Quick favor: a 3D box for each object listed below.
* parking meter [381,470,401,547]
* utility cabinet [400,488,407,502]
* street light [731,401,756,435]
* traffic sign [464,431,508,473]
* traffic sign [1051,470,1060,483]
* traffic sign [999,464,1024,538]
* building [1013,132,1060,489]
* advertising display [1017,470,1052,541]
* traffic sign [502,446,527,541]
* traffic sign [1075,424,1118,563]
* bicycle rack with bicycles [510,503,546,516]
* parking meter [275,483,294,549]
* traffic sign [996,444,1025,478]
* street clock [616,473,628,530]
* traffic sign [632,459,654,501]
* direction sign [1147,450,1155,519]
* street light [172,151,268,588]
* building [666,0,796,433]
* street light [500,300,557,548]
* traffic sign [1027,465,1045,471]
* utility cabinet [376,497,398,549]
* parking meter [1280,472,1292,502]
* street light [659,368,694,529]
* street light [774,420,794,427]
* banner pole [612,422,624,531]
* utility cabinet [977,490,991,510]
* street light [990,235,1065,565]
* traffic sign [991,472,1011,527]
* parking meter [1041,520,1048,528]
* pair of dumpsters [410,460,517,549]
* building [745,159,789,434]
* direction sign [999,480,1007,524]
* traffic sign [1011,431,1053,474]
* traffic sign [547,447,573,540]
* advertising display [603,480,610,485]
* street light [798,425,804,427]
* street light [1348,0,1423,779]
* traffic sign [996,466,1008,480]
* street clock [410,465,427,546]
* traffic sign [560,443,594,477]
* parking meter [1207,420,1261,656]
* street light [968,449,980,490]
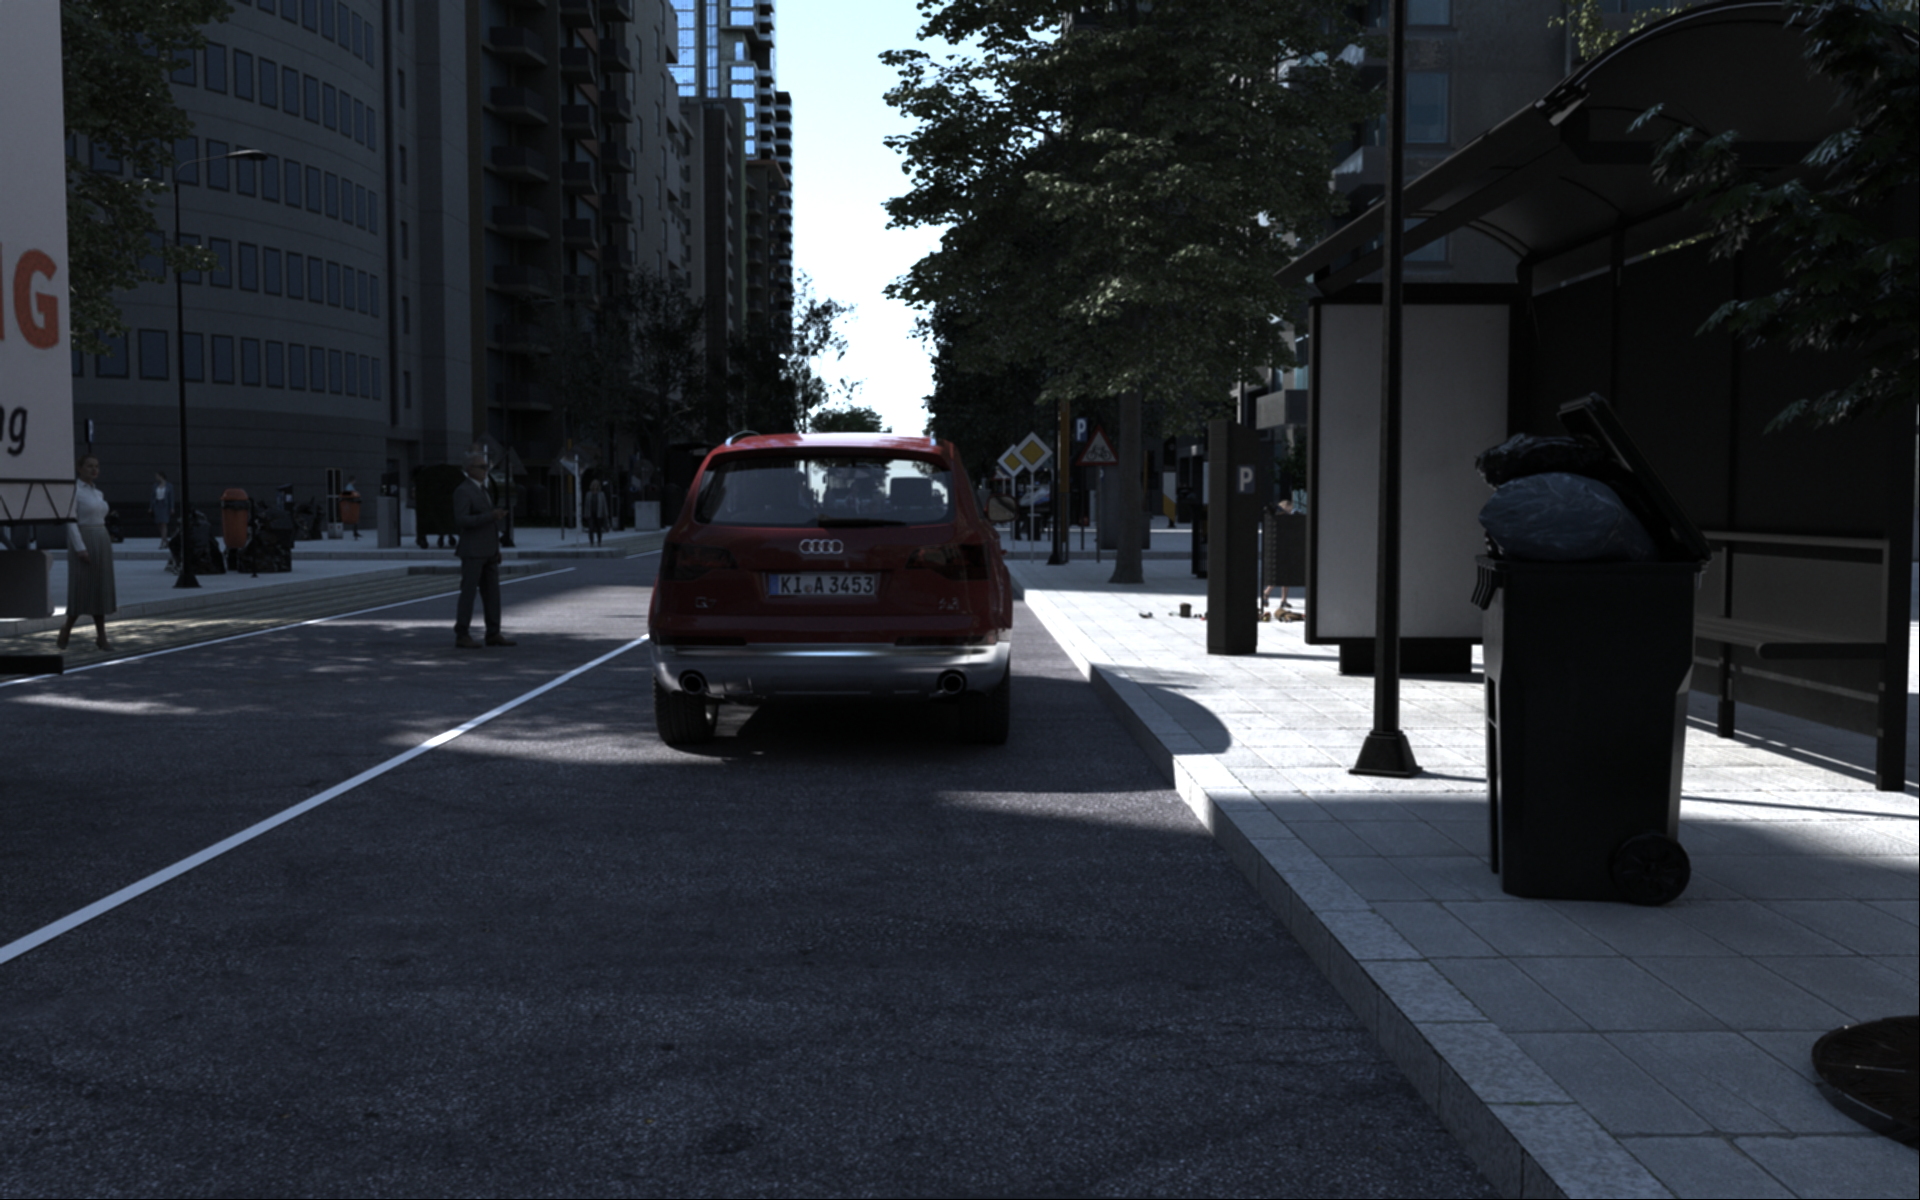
[{"bbox_3d":[-13.876,-2.232,42.208,0.255,1.863,0.399,3,4,38],"label":"parking meter"},{"bbox_3d":[-19.939,-3.203,61.047,0.318,1.500,1.173,1,4,14],"label":"utility cabinet"},{"bbox_3d":[-10.820,-6.951,86.185,1.470,5.913,1.316,0,4,-1],"label":"street light"},{"bbox_3d":[-8.739,-1.818,31.922,0.795,2.593,0.064,0,4,-1],"label":"traffic sign"},{"bbox_3d":[4.011,-4.190,70.633,0.606,2.300,0.079,1,4,8],"label":"traffic sign"},{"bbox_3d":[1.518,-3.088,50.602,0.768,2.556,0.104,0,4,2],"label":"traffic sign"},{"bbox_3d":[19.793,-37.356,230.379,23.786,49.044,30.456,0,4,-1],"label":"building"},{"bbox_3d":[2.037,-2.584,47.455,0.974,1.923,0.123,1,4,16],"label":"advertising display"},{"bbox_3d":[-12.128,-2.865,46.848,0.884,2.594,0.081,0,4,8],"label":"traffic sign"},{"bbox_3d":[2.591,-1.979,32.352,0.884,2.594,0.081,0,4,6],"label":"traffic sign"},{"bbox_3d":[-17.787,-3.444,69.696,2.852,0.926,2.925,-1,4,-9],"label":"bicycle rack with bicycles"},{"bbox_3d":[-15.881,-1.978,40.753,0.372,1.533,0.369,0,3,0],"label":"parking meter"},{"bbox_3d":[1.258,-2.313,40.008,0.795,2.593,0.064,0,4,-1],"label":"traffic sign"},{"bbox_3d":[-11.935,-3.453,61.023,0.471,2.002,0.358,0,4,-2],"label":"street clock"},{"bbox_3d":[-11.540,-3.850,63.054,0.768,2.556,0.104,0,4,0],"label":"traffic sign"},{"bbox_3d":[9.871,-5.971,89.625,0.379,3.537,0.876,2,4,31],"label":"direction sign"},{"bbox_3d":[-10.059,-3.121,23.577,1.470,5.913,1.316,0,4,-1],"label":"street light"},{"bbox_3d":[-34.192,-57.341,250.200,22.319,86.520,31.000,0,4,-1],"label":"building"},{"bbox_3d":[-10.339,-4.220,41.541,1.470,5.913,1.316,0,4,-1],"label":"street light"},{"bbox_3d":[3.127,-4.366,71.491,0.768,2.556,0.104,0,3,0],"label":"traffic sign"},{"bbox_3d":[-13.610,-1.837,41.198,0.306,1.237,1.020,0,4,-7],"label":"utility cabinet"},{"bbox_3d":[8.630,-2.456,45.868,0.255,1.863,0.399,2,4,24],"label":"parking meter"},{"bbox_3d":[-10.516,-5.594,63.997,1.470,5.913,1.316,0,4,-1],"label":"street light"},{"bbox_3d":[-11.081,-8.308,108.378,1.470,5.913,1.316,0,4,-1],"label":"street light"},{"bbox_3d":[-11.933,-4.290,60.151,0.401,3.779,0.863,-1,4,-22],"label":"banner pole"},{"bbox_3d":[1.422,-4.633,84.430,1.173,1.500,0.318,1,4,19],"label":"utility cabinet"},{"bbox_3d":[1.194,-3.591,31.257,1.470,5.913,1.316,0,4,-1],"label":"street light"},{"bbox_3d":[1.644,-4.126,67.465,0.884,2.594,0.081,0,4,4],"label":"traffic sign"},{"bbox_3d":[3.167,-3.679,65.871,0.399,1.863,0.255,0,4,-3],"label":"parking meter"},{"bbox_3d":[-12.052,-2.425,42.146,1.574,2.255,4.437,0,4,-1],"label":"pair of dumpsters"},{"bbox_3d":[-33.525,-34.660,221.307,22.147,44.769,28.867,0,4,-1],"label":"building"},{"bbox_3d":[1.814,-4.971,73.270,0.379,3.537,0.876,1,4,19],"label":"direction sign"},{"bbox_3d":[1.355,-1.825,32.024,0.795,2.593,0.064,0,4,-1],"label":"traffic sign"},{"bbox_3d":[-11.071,-2.949,48.216,0.884,2.594,0.081,0,4,7],"label":"traffic sign"},{"bbox_3d":[-16.816,-4.722,82.425,0.123,1.923,0.974,-2,4,-25],"label":"advertising display"},{"bbox_3d":[-11.218,-8.809,116.561,1.470,5.913,1.316,0,4,-1],"label":"street light"},{"bbox_3d":[1.420,-2.157,7.801,1.470,5.913,1.316,0,4,-1],"label":"street light"},{"bbox_3d":[1.658,-3.943,64.207,0.795,2.593,0.064,0,4,4],"label":"traffic sign"},{"bbox_3d":[-13.454,-2.365,43.237,0.471,2.002,0.358,-3,4,-37],"label":"street clock"},{"bbox_3d":[-8.836,-2.307,39.906,0.795,2.593,0.064,0,4,-1],"label":"traffic sign"},{"bbox_3d":[2.194,-0.499,13.876,0.399,1.863,0.255,-3,5,-42],"label":"parking meter"},{"bbox_3d":[1.042,-4.635,48.331,1.470,5.913,1.316,0,4,-1],"label":"street light"}]
